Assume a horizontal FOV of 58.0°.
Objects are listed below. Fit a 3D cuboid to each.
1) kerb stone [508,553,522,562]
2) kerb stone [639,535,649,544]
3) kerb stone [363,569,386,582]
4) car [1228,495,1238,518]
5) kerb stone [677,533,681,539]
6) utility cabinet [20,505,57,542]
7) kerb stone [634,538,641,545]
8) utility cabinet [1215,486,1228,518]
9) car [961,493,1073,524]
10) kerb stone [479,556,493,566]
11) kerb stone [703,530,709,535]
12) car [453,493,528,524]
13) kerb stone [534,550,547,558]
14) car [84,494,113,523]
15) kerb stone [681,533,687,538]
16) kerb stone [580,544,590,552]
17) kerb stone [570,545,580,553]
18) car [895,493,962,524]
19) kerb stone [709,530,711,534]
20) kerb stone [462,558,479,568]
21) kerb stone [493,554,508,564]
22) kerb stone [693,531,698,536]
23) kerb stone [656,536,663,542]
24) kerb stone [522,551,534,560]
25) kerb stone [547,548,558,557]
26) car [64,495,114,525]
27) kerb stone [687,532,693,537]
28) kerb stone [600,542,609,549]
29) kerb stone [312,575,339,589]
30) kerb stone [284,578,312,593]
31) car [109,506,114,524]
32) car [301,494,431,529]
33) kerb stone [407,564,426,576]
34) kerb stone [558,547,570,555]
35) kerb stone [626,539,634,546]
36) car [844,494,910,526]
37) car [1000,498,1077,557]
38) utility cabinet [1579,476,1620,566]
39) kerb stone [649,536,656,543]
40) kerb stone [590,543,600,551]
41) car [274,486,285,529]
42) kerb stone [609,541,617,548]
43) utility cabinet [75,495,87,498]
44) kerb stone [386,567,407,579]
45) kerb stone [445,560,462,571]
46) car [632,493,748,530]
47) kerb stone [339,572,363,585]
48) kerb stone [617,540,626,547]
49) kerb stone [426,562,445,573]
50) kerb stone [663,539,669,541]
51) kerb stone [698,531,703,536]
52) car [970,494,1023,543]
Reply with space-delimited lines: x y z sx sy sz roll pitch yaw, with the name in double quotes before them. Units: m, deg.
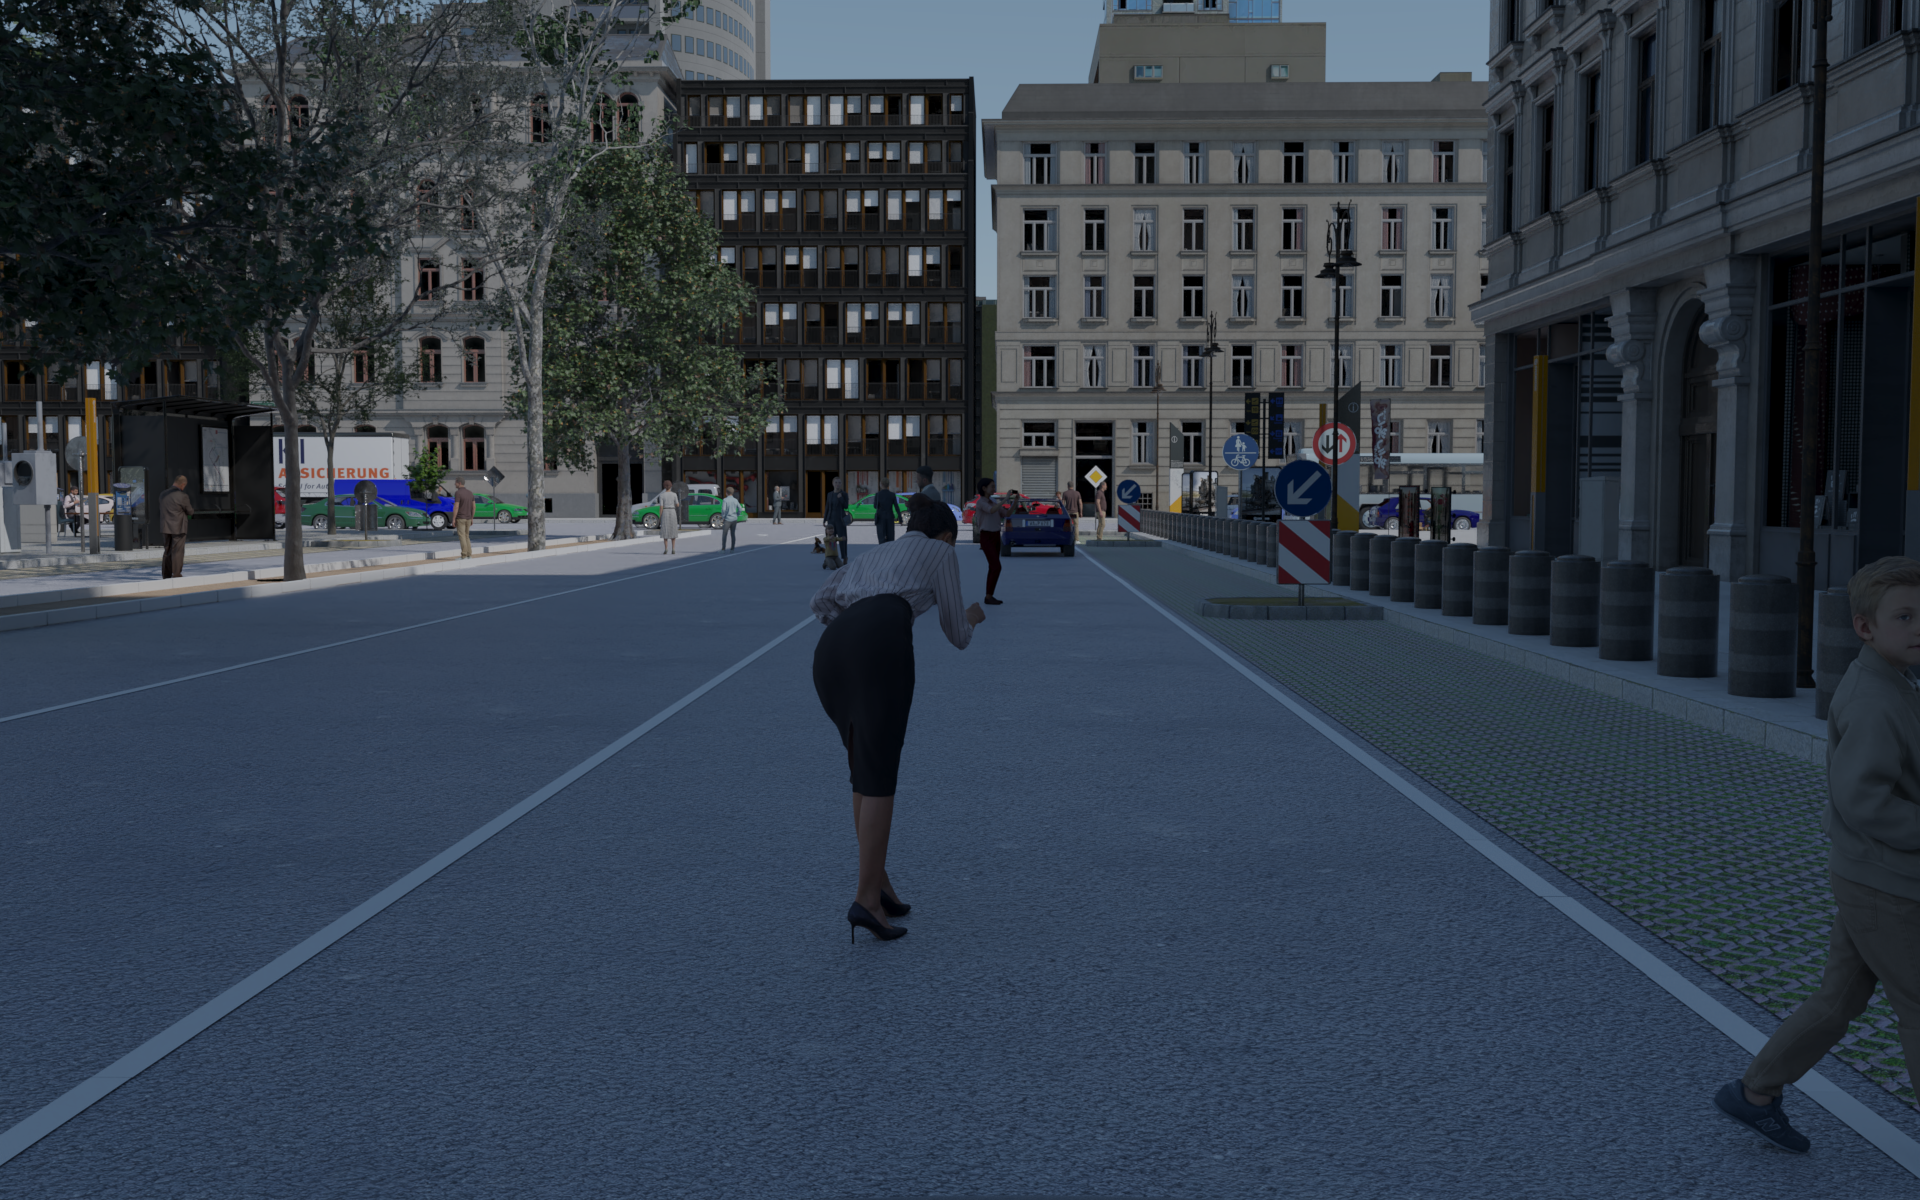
"kerb stone" -9.580 -0.896 36.859 0.120 0.150 1.000 0 4 1
"kerb stone" -9.267 -1.715 50.234 0.120 0.150 1.000 0 4 1
"kerb stone" -9.775 -0.394 28.639 0.120 0.150 1.000 0 4 1
"car" 11.904 -4.005 77.478 4.499 1.417 2.014 0 4 1
"kerb stone" -9.141 -2.028 55.376 0.120 0.150 1.000 0 4 1
"utility cabinet" -24.292 -2.245 45.387 1.173 1.500 0.318 1 4 11
"kerb stone" -9.294 -1.652 49.204 0.120 0.150 1.000 0 4 1
"utility cabinet" 6.967 -2.290 46.122 0.318 1.500 1.173 0 4 6
"car" 2.304 -3.618 68.202 4.494 1.783 2.155 0 3 0
"kerb stone" -9.632 -0.771 34.802 0.120 0.150 1.000 0 4 1
"kerb stone" -9.009 -2.344 60.529 0.120 0.150 1.000 0 4 1
"car" -23.399 -4.642 84.687 4.718 1.807 1.959 0 4 3
"kerb stone" -9.533 -1.020 38.917 0.120 0.150 1.000 0 4 1
"car" -41.004 -4.542 84.489 3.980 1.641 2.015 0 3 0
"kerb stone" -9.116 -2.092 56.411 0.120 0.150 1.000 0 4 1
"kerb stone" -9.437 -1.274 43.031 0.120 0.150 1.000 0 4 1
"kerb stone" -9.468 -1.207 42.003 0.120 0.150 1.000 0 4 1
"car" -1.711 -4.446 82.282 3.694 1.707 1.945 0 4 1
"kerb stone" -8.992 -2.407 61.557 0.120 0.150 1.000 0 4 1
"kerb stone" -9.649 -0.708 33.777 0.120 0.150 1.000 0 4 1
"kerb stone" -9.608 -0.834 35.827 0.120 0.150 1.000 0 4 1
"kerb stone" -9.064 -2.218 58.461 0.120 0.150 1.000 0 4 1
"kerb stone" -9.213 -1.841 52.293 0.120 0.150 1.000 0 4 1
"kerb stone" -9.559 -0.960 37.884 0.120 0.150 1.000 0 4 1
"kerb stone" -9.514 -1.084 39.942 0.120 0.150 1.000 0 4 1
"car" -40.991 -4.244 81.749 4.827 1.381 2.083 0 3 0
"kerb stone" -9.098 -2.152 57.437 0.120 0.150 1.000 0 4 1
"kerb stone" -9.388 -1.401 45.094 0.120 0.150 1.000 0 4 1
"kerb stone" -9.825 -0.268 26.583 0.120 0.150 1.000 0 4 1
"kerb stone" -9.854 -0.196 25.559 0.120 0.150 1.000 0 4 1
"car" -34.517 -3.947 74.757 3.980 1.641 2.015 0 4 3
"car" -22.757 -3.333 66.290 4.920 1.459 2.131 0 4 1
"kerb stone" -9.729 -0.516 30.701 0.120 0.150 1.000 0 4 1
"kerb stone" -9.480 -1.149 40.975 0.120 0.150 1.000 0 4 1
"kerb stone" -9.313 -1.589 48.176 0.120 0.150 1.000 0 4 1
"car" -3.794 -4.257 78.391 4.718 1.807 1.959 0 4 0
"car" 1.811 -1.737 40.978 1.945 1.354 3.894 0 4 2
"utility cabinet" 7.991 -0.796 21.690 0.318 1.500 1.173 2 4 29
"kerb stone" -9.242 -1.778 51.259 0.120 0.150 1.000 0 4 1
"kerb stone" -9.405 -1.337 44.063 0.120 0.150 1.000 0 4 1
"car" -29.005 -3.689 68.992 5.304 1.827 2.281 0 4 2
"kerb stone" -9.365 -1.463 46.126 0.120 0.150 1.000 0 4 1
"utility cabinet" -44.815 -4.727 88.456 0.306 1.237 1.020 3 4 37
"kerb stone" -9.754 -0.458 29.676 0.120 0.150 1.000 0 4 1
"kerb stone" -9.678 -0.646 32.752 0.120 0.150 1.000 0 4 1
"car" -11.011 -3.765 70.348 4.718 1.807 1.959 0 4 3
"kerb stone" -9.811 -0.331 27.615 0.120 0.150 1.000 0 4 1
"kerb stone" -9.333 -1.525 47.151 0.120 0.150 1.000 0 4 1
"kerb stone" -9.706 -0.583 31.726 0.120 0.150 1.000 0 4 1
"kerb stone" -9.186 -1.904 53.323 0.120 0.150 1.000 0 4 1
"kerb stone" -9.045 -2.281 59.492 0.120 0.150 1.000 0 4 1
"car" 1.269 -2.562 51.682 2.009 1.686 4.222 0 4 2
